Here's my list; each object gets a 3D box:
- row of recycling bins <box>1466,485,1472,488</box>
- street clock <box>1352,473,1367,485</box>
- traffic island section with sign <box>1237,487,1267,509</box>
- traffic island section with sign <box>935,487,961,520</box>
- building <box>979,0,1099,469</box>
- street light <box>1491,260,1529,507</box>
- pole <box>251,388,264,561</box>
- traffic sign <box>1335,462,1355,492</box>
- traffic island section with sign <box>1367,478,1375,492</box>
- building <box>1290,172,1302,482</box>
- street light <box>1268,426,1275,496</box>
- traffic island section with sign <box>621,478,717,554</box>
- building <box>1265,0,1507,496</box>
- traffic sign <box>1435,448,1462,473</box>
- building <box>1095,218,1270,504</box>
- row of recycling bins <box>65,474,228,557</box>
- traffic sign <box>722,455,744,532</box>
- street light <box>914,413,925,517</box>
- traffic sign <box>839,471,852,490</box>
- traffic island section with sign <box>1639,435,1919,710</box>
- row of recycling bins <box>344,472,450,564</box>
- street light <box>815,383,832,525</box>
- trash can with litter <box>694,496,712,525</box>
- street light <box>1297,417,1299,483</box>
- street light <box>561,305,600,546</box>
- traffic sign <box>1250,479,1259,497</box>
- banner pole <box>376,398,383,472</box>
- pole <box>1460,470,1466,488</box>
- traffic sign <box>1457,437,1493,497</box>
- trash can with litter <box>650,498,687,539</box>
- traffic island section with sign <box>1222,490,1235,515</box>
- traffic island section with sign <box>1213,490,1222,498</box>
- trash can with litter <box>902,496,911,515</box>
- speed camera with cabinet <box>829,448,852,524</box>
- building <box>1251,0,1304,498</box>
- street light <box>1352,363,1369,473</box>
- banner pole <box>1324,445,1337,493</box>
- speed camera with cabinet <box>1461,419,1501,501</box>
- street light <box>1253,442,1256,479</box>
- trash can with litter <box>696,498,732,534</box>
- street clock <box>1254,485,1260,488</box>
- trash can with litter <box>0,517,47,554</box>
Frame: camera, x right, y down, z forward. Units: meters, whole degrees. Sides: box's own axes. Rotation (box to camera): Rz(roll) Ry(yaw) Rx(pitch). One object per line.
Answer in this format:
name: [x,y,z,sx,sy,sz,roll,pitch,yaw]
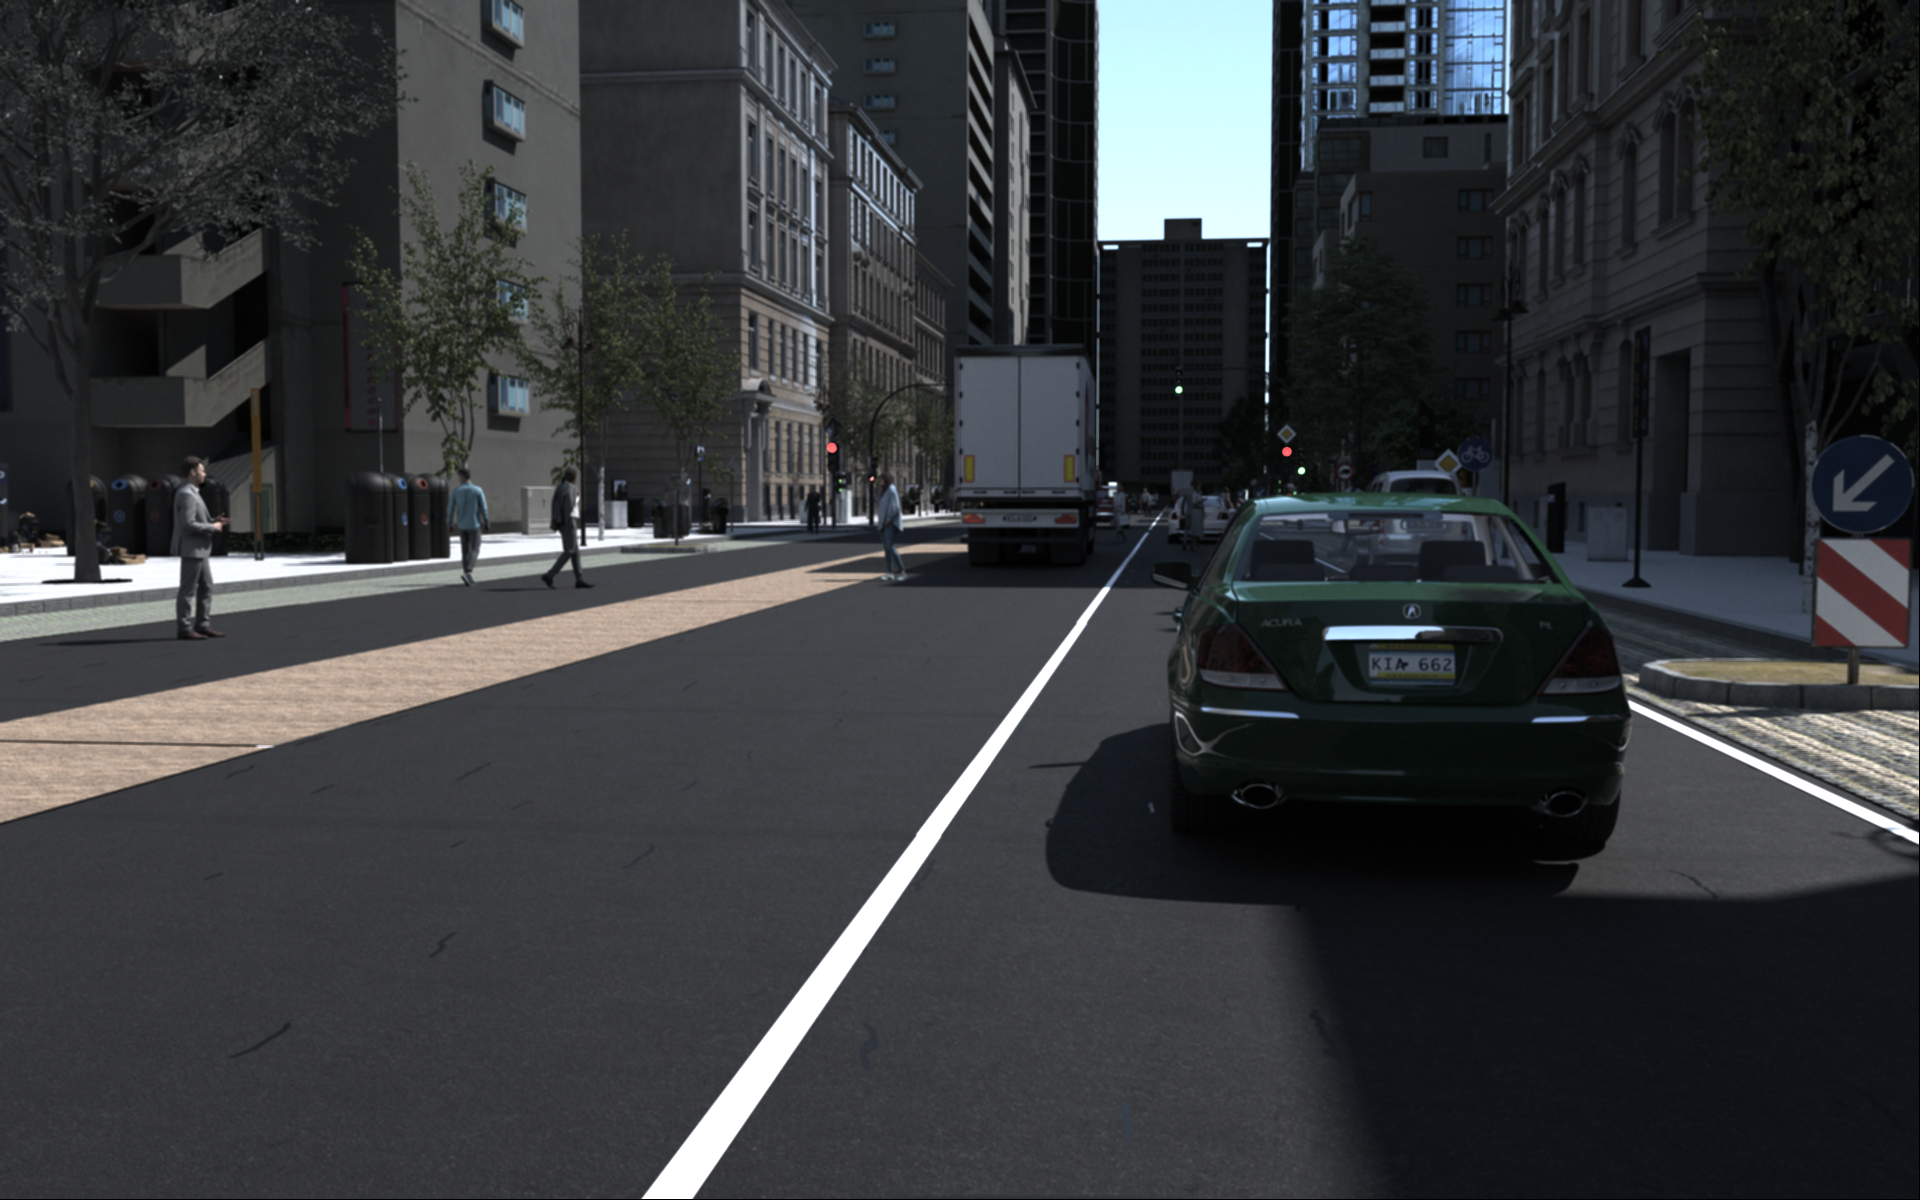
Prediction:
row of recycling bins: [21.674,-4.212,75.977,3.534,1.692,1.069,-1,4,-20]
street clock: [13.686,-3.355,59.424,0.358,2.002,0.471,-3,4,-39]
traffic island section with sign: [16.204,-5.240,94.294,1.989,1.847,2.006,0,4,7]
traffic island section with sign: [-0.281,-5.387,96.708,1.989,1.847,2.006,0,4,7]
building: [8.605,-49.157,241.965,20.611,71.187,20.563,0,4,7]
street light: [10.900,-3.771,34.449,0.468,5.910,1.993,0,4,7]
pole: [-13.565,-2.421,33.422,0.158,3.312,0.155,0,3,0]
traffic sign: [15.480,-4.258,69.720,0.768,2.556,0.104,1,4,17]
traffic island section with sign: [9.340,-1.865,39.127,1.989,1.847,2.006,0,4,7]
building: [36.997,-23.561,156.920,14.160,30.474,14.107,0,4,7]
street light: [21.077,-8.845,117.408,0.468,5.910,1.993,0,4,7]
traffic island section with sign: [-7.048,-2.066,42.410,1.989,1.847,2.006,0,4,7]
building: [58.105,-56.474,236.027,31.000,86.520,22.319,0,4,7]
traffic sign: [12.296,-2.598,43.661,0.795,2.450,0.064,1,4,15]
building: [31.551,-33.934,246.704,23.993,40.220,32.217,0,4,7]
row of recycling bins: [-16.936,-1.772,36.085,3.534,1.692,1.069,1,4,8]
traffic sign: [-7.671,-3.559,58.188,0.884,2.594,0.081,1,4,15]
street light: [-2.291,-7.692,98.559,0.468,5.910,1.993,0,4,7]
traffic sign: [-5.176,-4.659,78.307,0.606,2.300,0.079,1,4,11]
traffic island section with sign: [6.020,-0.229,12.376,1.989,1.847,2.006,0,4,7]
row of recycling bins: [-10.826,-1.602,33.298,1.069,1.692,3.534,0,4,6]
street light: [-5.653,-6.088,72.334,0.468,5.910,1.993,0,4,7]
trash can with litter: [-10.811,-3.814,73.421,1.678,1.210,2.233,0,4,-8]
street light: [17.865,-7.240,91.164,0.468,5.910,1.993,0,4,7]
street light: [-9.300,-4.269,42.593,0.468,5.910,1.993,0,4,7]
traffic sign: [24.106,-8.669,141.838,0.768,2.556,0.104,0,4,8]
banner pole: [-15.251,-3.400,45.613,0.401,3.779,0.863,-1,4,-13]
pole: [16.409,-3.834,56.524,0.158,3.312,0.155,0,3,0]
traffic sign: [11.469,-2.356,38.632,0.768,2.556,0.104,1,4,11]
trash can with litter: [-8.371,-2.355,49.892,1.055,1.170,0.624,1,4,18]
traffic island section with sign: [19.535,-6.876,121.043,1.989,1.847,2.006,0,4,7]
traffic island section with sign: [29.146,-11.592,198.153,1.989,1.847,2.006,0,4,7]
trash can with litter: [-3.268,-5.859,107.182,0.624,1.170,1.055,-1,4,-10]
speed camera with cabinet: [-5.193,-4.943,75.160,0.660,3.252,2.038,1,4,9]
building: [45.119,-46.807,203.547,20.563,71.187,20.611,0,4,7]
street light: [14.131,-5.410,61.236,0.468,5.910,1.993,0,4,7]
banner pole: [18.242,-5.844,85.565,0.863,3.779,0.401,3,5,40]
speed camera with cabinet: [13.912,-3.186,46.427,0.660,3.252,2.038,0,4,2]
street light: [24.425,-10.456,143.743,0.468,5.910,1.993,0,4,7]
trash can with litter: [-7.869,-2.686,55.297,1.055,1.170,0.624,-3,5,-41]
street clock: [24.270,-8.371,141.438,0.358,2.002,0.471,-3,4,-38]
trash can with litter: [-20.918,-1.653,38.086,1.678,1.210,2.233,-1,4,-21]
